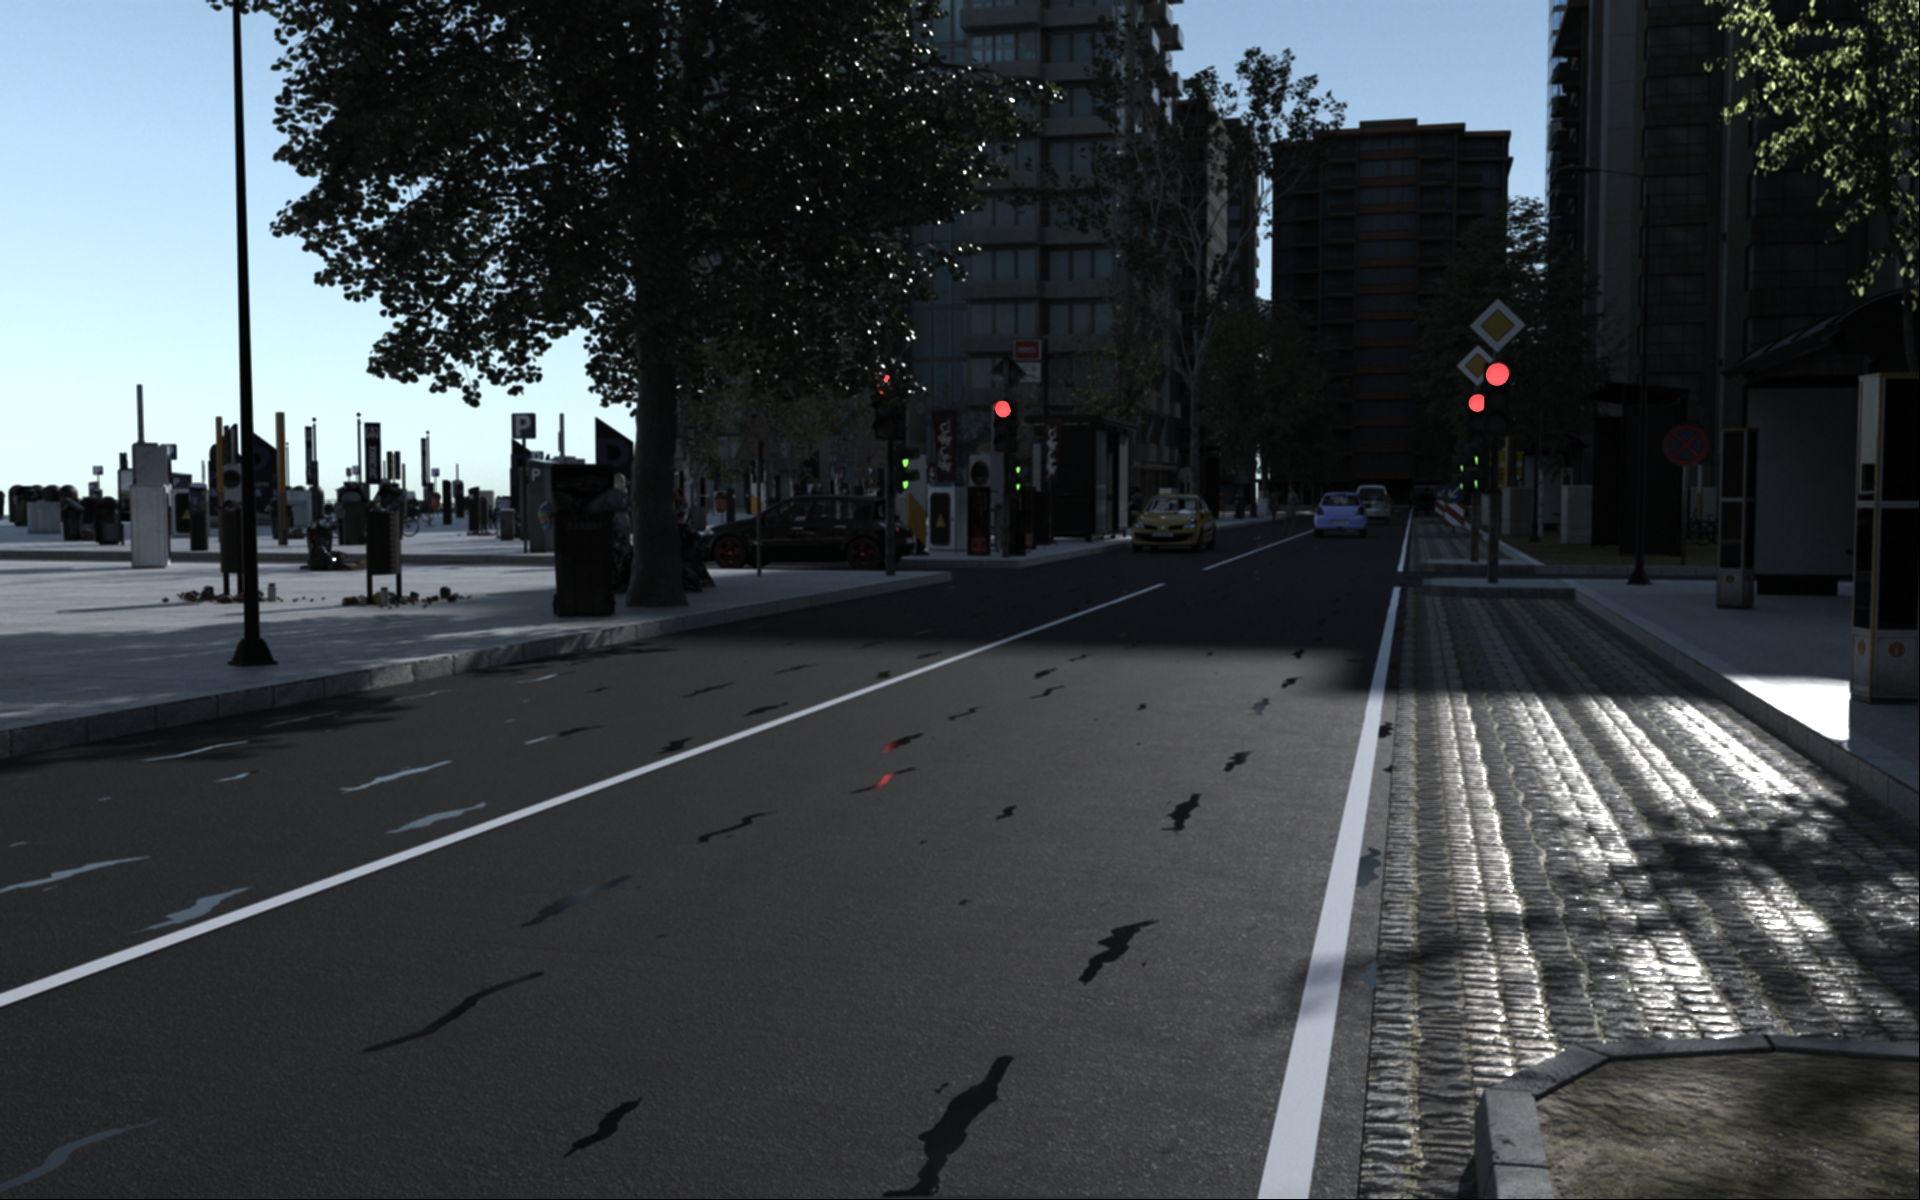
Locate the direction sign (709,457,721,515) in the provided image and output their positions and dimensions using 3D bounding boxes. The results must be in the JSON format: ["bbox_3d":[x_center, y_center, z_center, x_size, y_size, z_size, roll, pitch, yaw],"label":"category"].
[{"bbox_3d":[-15.023,-6.981,106.129,0.379,3.537,0.876,3,5,45],"label":"direction sign"}]

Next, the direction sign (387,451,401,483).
[{"bbox_3d":[-30.075,-6.118,92.030,0.876,3.537,0.379,2,4,24],"label":"direction sign"}]

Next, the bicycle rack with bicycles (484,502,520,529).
[{"bbox_3d":[-16.656,-3.117,64.350,2.852,0.926,2.925,-1,4,-12],"label":"bicycle rack with bicycles"}]

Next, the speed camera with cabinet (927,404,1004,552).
[{"bbox_3d":[0.146,-2.713,38.695,0.660,3.252,2.038,-3,5,-44],"label":"speed camera with cabinet"}]

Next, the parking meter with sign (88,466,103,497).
[{"bbox_3d":[-53.364,-6.754,106.692,0.543,3.016,1.738,0,4,-8],"label":"parking meter with sign"}]

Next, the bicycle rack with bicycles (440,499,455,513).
[{"bbox_3d":[-35.703,-6.523,120.035,2.925,0.926,2.852,-2,4,-27],"label":"bicycle rack with bicycles"}]

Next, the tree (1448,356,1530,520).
[{"bbox_3d":[26.293,-8.342,86.754,4.737,8.622,4.395,0,3,0],"label":"tree"}]

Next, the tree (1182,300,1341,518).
[{"bbox_3d":[15.819,-10.292,94.026,9.928,11.665,9.643,0,3,0],"label":"tree"}]

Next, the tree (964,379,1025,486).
[{"bbox_3d":[3.038,-9.072,98.688,4.360,8.622,3.978,0,3,0],"label":"tree"}]

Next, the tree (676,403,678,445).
[{"bbox_3d":[-13.043,-8.251,85.261,4.360,8.622,3.978,0,3,0],"label":"tree"}]

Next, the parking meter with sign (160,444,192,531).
[{"bbox_3d":[-27.534,-3.980,61.342,0.543,3.016,1.738,0,4,6],"label":"parking meter with sign"}]

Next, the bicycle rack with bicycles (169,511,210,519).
[{"bbox_3d":[-29.963,-3.382,68.673,2.852,0.926,2.925,0,4,2],"label":"bicycle rack with bicycles"}]

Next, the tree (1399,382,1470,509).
[{"bbox_3d":[50.768,-16.266,176.324,12.009,13.543,11.850,0,3,0],"label":"tree"}]

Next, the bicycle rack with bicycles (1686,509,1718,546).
[{"bbox_3d":[18.072,-1.862,43.819,2.925,0.926,2.852,1,4,17],"label":"bicycle rack with bicycles"}]

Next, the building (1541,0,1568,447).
[{"bbox_3d":[78.828,-54.054,196.448,31.000,86.520,22.319,1,4,15],"label":"building"}]

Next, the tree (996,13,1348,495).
[{"bbox_3d":[8.152,-13.084,69.805,12.611,20.169,13.585,0,3,0],"label":"tree"}]

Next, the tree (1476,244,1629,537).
[{"bbox_3d":[17.636,-6.192,51.596,4.360,8.622,3.978,0,3,0],"label":"tree"}]

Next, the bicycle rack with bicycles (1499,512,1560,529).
[{"bbox_3d":[20.975,-3.066,63.505,2.925,0.926,2.852,-1,4,-13],"label":"bicycle rack with bicycles"}]

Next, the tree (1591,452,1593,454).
[{"bbox_3d":[29.508,-5.652,76.118,4.285,4.588,4.351,0,3,0],"label":"tree"}]

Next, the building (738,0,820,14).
[{"bbox_3d":[-16.099,-47.874,220.996,20.611,71.187,20.563,1,4,15],"label":"building"}]

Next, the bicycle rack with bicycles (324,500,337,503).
[{"bbox_3d":[-39.275,-5.782,107.923,2.852,0.926,2.925,2,4,27],"label":"bicycle rack with bicycles"}]

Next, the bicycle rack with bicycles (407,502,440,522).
[{"bbox_3d":[-25.207,-3.946,77.903,2.925,0.926,2.852,-1,4,-23],"label":"bicycle rack with bicycles"}]

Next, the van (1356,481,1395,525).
[{"bbox_3d":[19.367,-4.547,81.348,2.013,2.044,4.112,1,4,15],"label":"van"}]

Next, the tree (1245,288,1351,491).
[{"bbox_3d":[18.936,-12.227,106.566,9.857,13.997,8.962,0,3,0],"label":"tree"}]

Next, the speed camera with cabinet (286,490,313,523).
[{"bbox_3d":[-29.585,-5.006,76.181,0.660,3.252,2.038,3,4,38],"label":"speed camera with cabinet"}]

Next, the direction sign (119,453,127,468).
[{"bbox_3d":[-45.794,-6.292,94.870,0.876,3.537,0.379,3,5,42],"label":"direction sign"}]

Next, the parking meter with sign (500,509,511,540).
[{"bbox_3d":[-12.000,-3.198,48.548,1.738,3.016,0.543,0,4,-6],"label":"parking meter with sign"}]

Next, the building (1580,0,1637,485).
[{"bbox_3d":[55.830,-35.559,123.381,21.231,58.520,28.212,1,4,15],"label":"building"}]

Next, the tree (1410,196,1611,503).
[{"bbox_3d":[20.981,-9.099,66.890,7.486,12.596,7.792,0,3,0],"label":"tree"}]

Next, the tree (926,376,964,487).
[{"bbox_3d":[-0.169,-9.680,108.635,4.360,8.622,3.978,0,3,0],"label":"tree"}]

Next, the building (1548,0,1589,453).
[{"bbox_3d":[63.402,-30.382,151.373,22.147,44.769,28.867,1,4,15],"label":"building"}]

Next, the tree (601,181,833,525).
[{"bbox_3d":[-5.936,-5.420,38.972,4.737,8.622,4.395,0,3,0],"label":"tree"}]

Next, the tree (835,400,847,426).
[{"bbox_3d":[-7.454,-7.848,78.673,4.737,8.622,4.395,0,3,0],"label":"tree"}]

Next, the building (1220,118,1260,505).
[{"bbox_3d":[28.020,-34.077,207.262,14.200,45.320,14.600,1,4,15],"label":"building"}]

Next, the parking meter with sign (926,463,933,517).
[{"bbox_3d":[-1.850,-6.189,97.450,0.543,3.016,1.738,-1,4,-16],"label":"parking meter with sign"}]

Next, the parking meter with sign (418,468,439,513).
[{"bbox_3d":[-35.954,-7.392,117.118,0.543,3.016,1.738,1,4,18],"label":"parking meter with sign"}]

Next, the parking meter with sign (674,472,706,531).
[{"bbox_3d":[-9.582,-3.894,59.922,1.738,3.016,0.543,2,4,27],"label":"parking meter with sign"}]

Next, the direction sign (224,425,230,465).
[{"bbox_3d":[-24.258,-3.998,57.364,0.379,3.537,0.876,-2,4,-31],"label":"direction sign"}]

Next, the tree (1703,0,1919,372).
[{"bbox_3d":[8.055,-3.903,14.173,4.360,8.622,3.978,0,3,0],"label":"tree"}]

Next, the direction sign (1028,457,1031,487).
[{"bbox_3d":[4.371,-7.008,106.581,0.379,3.537,0.876,-1,4,-21],"label":"direction sign"}]

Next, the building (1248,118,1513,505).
[{"bbox_3d":[49.859,-33.704,205.676,28.867,44.769,22.147,1,4,15],"label":"building"}]

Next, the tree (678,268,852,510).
[{"bbox_3d":[-6.213,-6.443,55.700,4.360,8.622,3.978,0,3,0],"label":"tree"}]

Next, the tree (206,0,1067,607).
[{"bbox_3d":[-3.449,-6.911,19.653,9.857,13.997,8.962,0,3,0],"label":"tree"}]

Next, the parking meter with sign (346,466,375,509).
[{"bbox_3d":[-39.979,-7.299,115.602,1.738,3.016,0.543,0,4,7],"label":"parking meter with sign"}]

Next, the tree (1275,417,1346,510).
[{"bbox_3d":[26.819,-11.380,136.430,4.737,8.622,4.395,0,3,0],"label":"tree"}]

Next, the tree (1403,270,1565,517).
[{"bbox_3d":[29.661,-11.657,97.254,9.857,13.997,8.962,0,3,0],"label":"tree"}]

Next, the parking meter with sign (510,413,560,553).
[{"bbox_3d":[-9.135,-2.564,38.190,0.543,3.016,1.738,1,4,19],"label":"parking meter with sign"}]

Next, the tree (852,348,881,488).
[{"bbox_3d":[-4.639,-7.151,67.274,4.360,8.622,3.978,0,3,0],"label":"tree"}]

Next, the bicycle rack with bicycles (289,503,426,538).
[{"bbox_3d":[-17.876,-2.319,51.303,2.925,0.926,2.852,0,4,5],"label":"bicycle rack with bicycles"}]

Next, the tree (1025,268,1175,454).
[{"bbox_3d":[5.065,-6.498,56.602,4.360,8.622,3.978,0,3,0],"label":"tree"}]
